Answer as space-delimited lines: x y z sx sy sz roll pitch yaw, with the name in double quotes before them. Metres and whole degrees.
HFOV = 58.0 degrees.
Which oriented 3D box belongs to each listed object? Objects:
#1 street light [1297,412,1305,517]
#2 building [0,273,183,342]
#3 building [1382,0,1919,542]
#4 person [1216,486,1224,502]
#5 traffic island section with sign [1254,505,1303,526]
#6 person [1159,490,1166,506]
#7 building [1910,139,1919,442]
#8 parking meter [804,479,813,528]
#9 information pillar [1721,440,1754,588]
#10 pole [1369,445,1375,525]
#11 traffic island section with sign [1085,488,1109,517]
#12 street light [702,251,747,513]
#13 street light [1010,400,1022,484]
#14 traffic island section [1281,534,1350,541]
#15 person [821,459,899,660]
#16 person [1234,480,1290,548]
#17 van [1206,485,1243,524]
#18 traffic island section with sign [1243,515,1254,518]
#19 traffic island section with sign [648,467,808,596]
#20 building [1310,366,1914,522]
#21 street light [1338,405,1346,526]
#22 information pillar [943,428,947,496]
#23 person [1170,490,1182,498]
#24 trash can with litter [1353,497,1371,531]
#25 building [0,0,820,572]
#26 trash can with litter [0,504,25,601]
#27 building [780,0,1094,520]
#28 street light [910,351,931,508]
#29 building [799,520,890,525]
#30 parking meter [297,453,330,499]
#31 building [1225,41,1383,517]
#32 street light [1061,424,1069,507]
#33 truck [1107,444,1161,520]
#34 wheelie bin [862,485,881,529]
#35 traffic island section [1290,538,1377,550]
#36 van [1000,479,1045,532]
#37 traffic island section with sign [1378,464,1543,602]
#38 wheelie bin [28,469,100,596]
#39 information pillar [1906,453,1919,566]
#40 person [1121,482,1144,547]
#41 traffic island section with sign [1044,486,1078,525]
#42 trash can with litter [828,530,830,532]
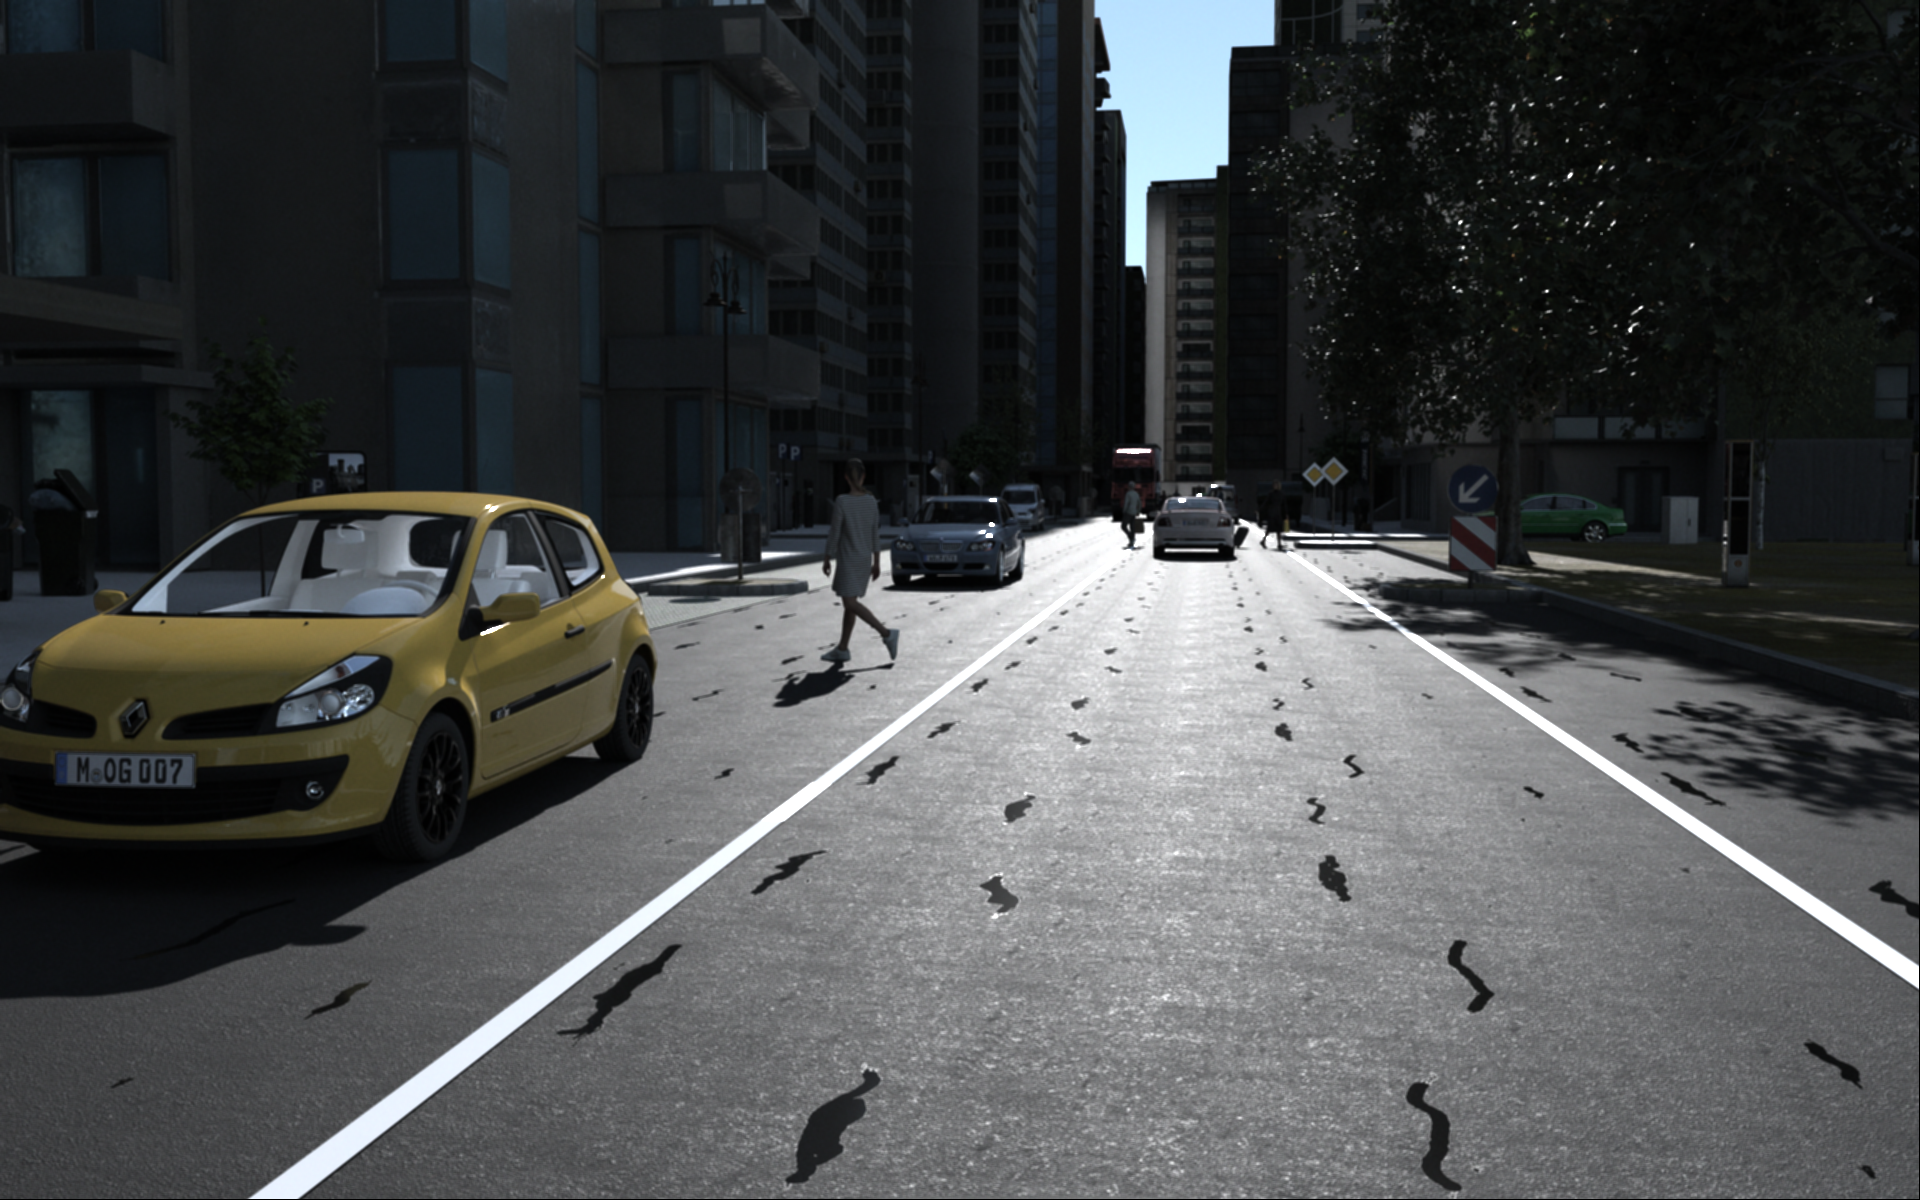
"street light" 19.281 -7.656 97.961 0.468 5.910 1.993 0 4 8
"building" -22.748 -25.361 3.884 28.713 52.752 27.495 0 4 8
"building" 21.646 -22.820 56.703 14.086 41.232 14.154 0 4 8
"person" 12.184 -4.422 80.830 0.654 1.822 0.581 1 4 9
"traffic island section with sign" 14.582 -4.308 79.062 1.989 1.847 2.006 0 4 8
"person" 17.265 -8.465 147.625 0.721 1.743 1.217 -1 4 -22
"building" 51.477 -28.902 61.781 27.495 52.752 28.713 0 4 8
"parking meter" -5.772 -3.689 66.022 0.255 1.863 0.399 -2 4 -24
"information pillar" 10.638 -1.175 23.706 0.304 2.012 0.304 1 4 12
"pole" 17.148 -4.786 72.089 0.158 3.312 0.155 0 3 0
"traffic island section with sign" 8.272 -6.057 107.654 1.989 1.847 2.006 0 4 8
"street light" -4.471 -3.691 33.133 0.468 5.910 1.993 0 4 8
"street light" 2.780 -6.888 85.414 0.468 5.910 1.993 0 4 8
"traffic island section" 11.083 -1.949 54.149 2.009 0.180 2.903 0 4 8
"person" -0.853 -0.342 14.835 0.760 1.731 0.466 1 4 18
"person" 7.996 -2.275 45.906 1.509 1.804 0.699 2 4 29
"van" 12.815 -4.751 84.682 2.013 2.044 4.112 1 4 9
"traffic island section with sign" 18.395 -5.967 106.187 1.989 1.847 2.006 0 4 8
"traffic island section with sign" -3.283 -1.011 25.162 1.989 1.847 2.006 0 4 8
"building" 34.388 -24.092 85.788 32.217 40.220 23.993 0 4 8
"street light" 15.220 -5.856 68.539 0.468 5.910 1.993 0 4 8
"information pillar" -0.536 -4.288 61.461 0.183 3.616 0.504 -1 4 -10
"person" 19.356 -8.949 154.906 1.350 1.814 0.705 0 4 -1
"trash can with litter" 14.003 -2.968 59.906 0.624 1.170 1.055 -1 4 -10
"building" -19.143 -25.610 38.333 30.456 49.044 23.786 0 4 8
"trash can with litter" -11.489 -0.560 20.546 0.624 1.170 1.055 -1 4 -22
"building" -7.939 -25.567 109.896 32.217 40.220 23.993 0 4 8
"street light" -1.277 -5.089 55.991 0.468 5.910 1.993 0 4 8
"building" -17.444 -23.676 78.979 32.217 40.220 23.993 0 4 8
"parking meter" -9.268 -1.171 24.855 0.399 1.863 0.255 -3 5 -41
"building" 24.785 -20.987 114.833 14.160 30.474 14.107 0 4 8
"street light" 7.011 -8.702 115.067 0.468 5.910 1.993 0 4 8
"truck" 10.095 -6.733 99.002 2.839 4.237 11.283 1 4 8
"wheelie bin" -3.352 -3.370 63.011 0.980 1.594 0.693 -3 5 -43
"traffic island section" 9.975 -1.465 46.240 2.009 0.180 2.903 0 4 8
"van" 2.315 -3.646 66.626 2.013 2.044 4.112 0 4 7
"traffic island section with sign" 6.863 -0.938 23.966 1.989 1.847 2.006 0 4 8
"wheelie bin" -11.349 -0.858 21.939 0.693 1.594 0.980 -1 4 -13
"information pillar" 17.042 -1.606 30.749 0.304 2.012 0.304 1 4 14
"person" 4.762 -2.350 47.401 0.515 1.767 0.782 3 5 44
"traffic island section with sign" 4.493 -4.405 80.657 1.989 1.847 2.006 0 4 8
"trash can with litter" -3.645 -2.908 58.607 1.678 1.210 2.233 -1 4 -12
